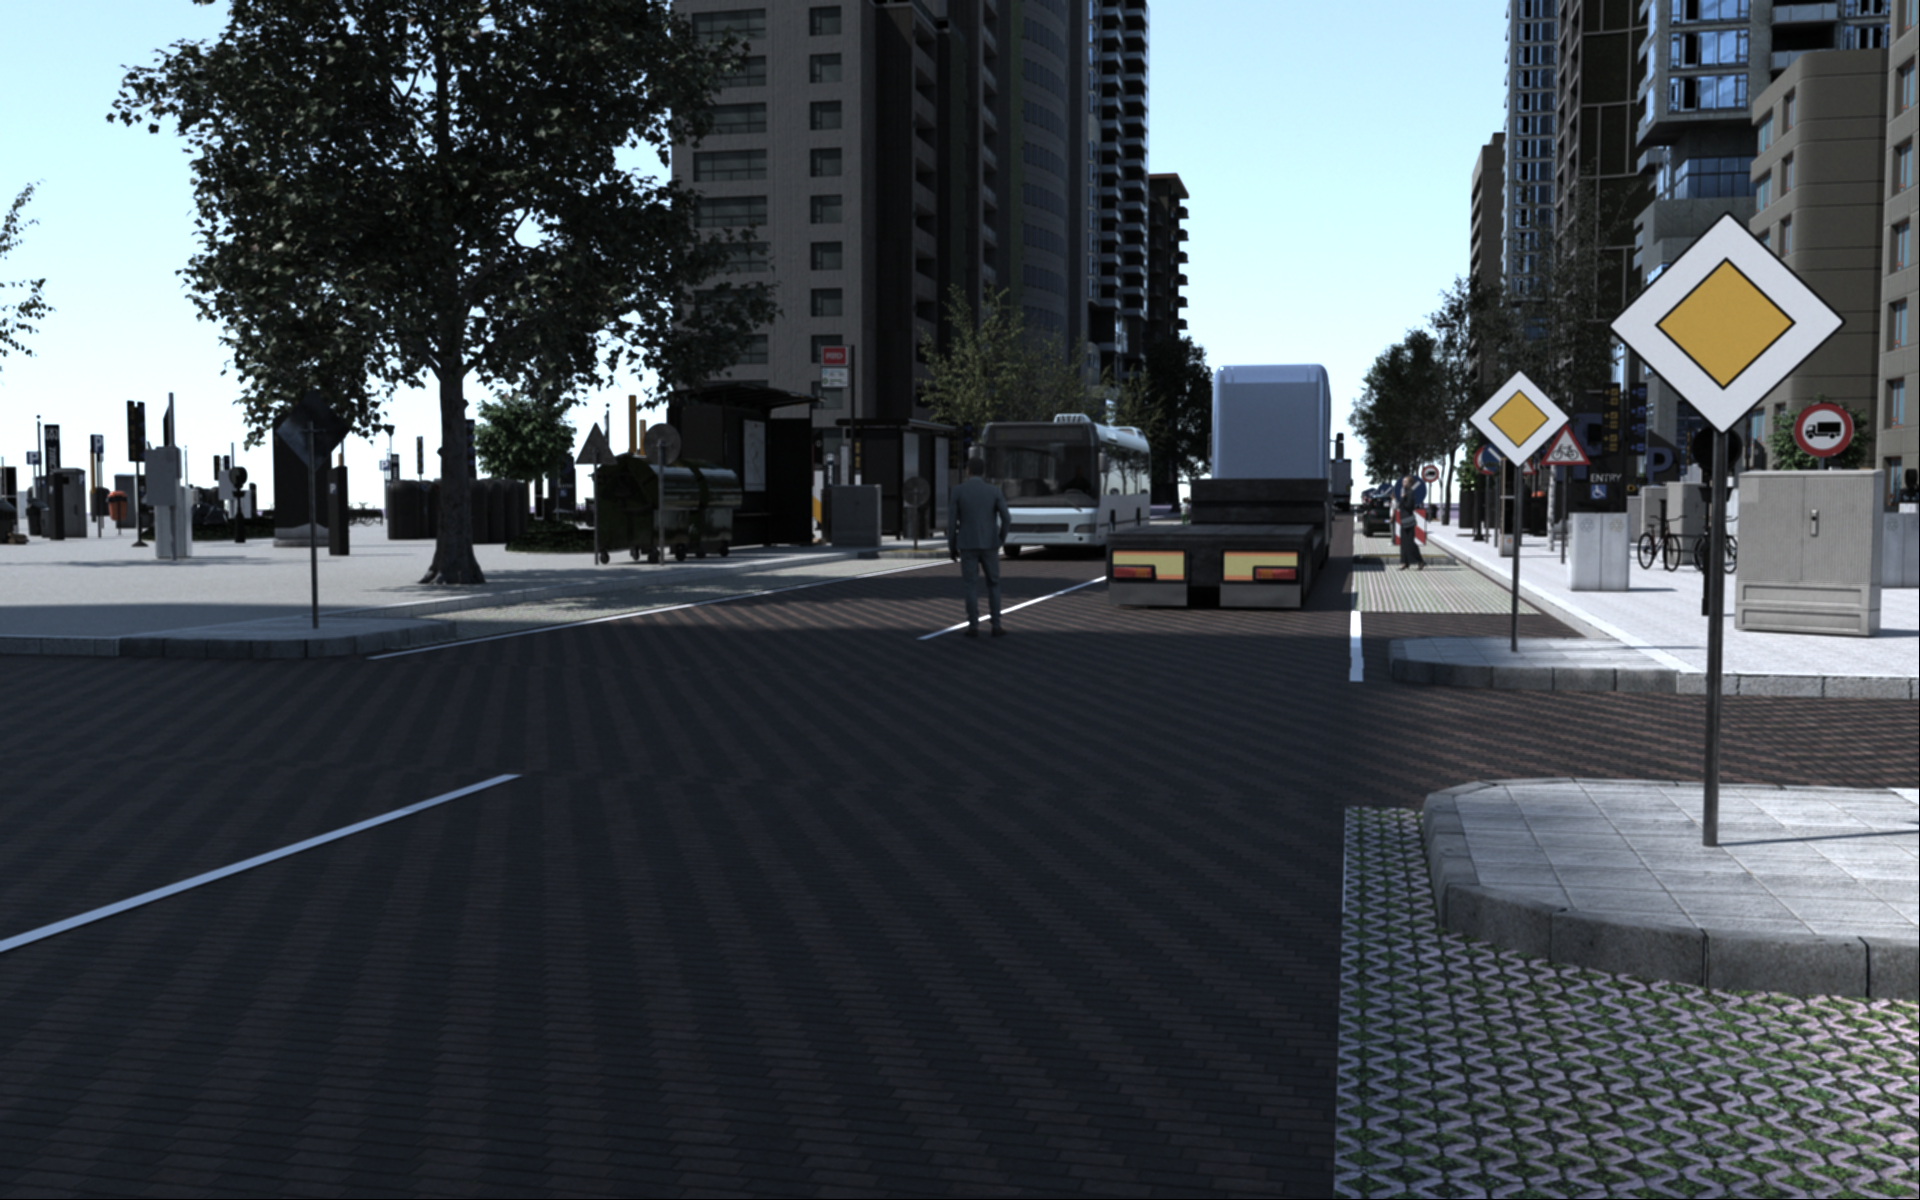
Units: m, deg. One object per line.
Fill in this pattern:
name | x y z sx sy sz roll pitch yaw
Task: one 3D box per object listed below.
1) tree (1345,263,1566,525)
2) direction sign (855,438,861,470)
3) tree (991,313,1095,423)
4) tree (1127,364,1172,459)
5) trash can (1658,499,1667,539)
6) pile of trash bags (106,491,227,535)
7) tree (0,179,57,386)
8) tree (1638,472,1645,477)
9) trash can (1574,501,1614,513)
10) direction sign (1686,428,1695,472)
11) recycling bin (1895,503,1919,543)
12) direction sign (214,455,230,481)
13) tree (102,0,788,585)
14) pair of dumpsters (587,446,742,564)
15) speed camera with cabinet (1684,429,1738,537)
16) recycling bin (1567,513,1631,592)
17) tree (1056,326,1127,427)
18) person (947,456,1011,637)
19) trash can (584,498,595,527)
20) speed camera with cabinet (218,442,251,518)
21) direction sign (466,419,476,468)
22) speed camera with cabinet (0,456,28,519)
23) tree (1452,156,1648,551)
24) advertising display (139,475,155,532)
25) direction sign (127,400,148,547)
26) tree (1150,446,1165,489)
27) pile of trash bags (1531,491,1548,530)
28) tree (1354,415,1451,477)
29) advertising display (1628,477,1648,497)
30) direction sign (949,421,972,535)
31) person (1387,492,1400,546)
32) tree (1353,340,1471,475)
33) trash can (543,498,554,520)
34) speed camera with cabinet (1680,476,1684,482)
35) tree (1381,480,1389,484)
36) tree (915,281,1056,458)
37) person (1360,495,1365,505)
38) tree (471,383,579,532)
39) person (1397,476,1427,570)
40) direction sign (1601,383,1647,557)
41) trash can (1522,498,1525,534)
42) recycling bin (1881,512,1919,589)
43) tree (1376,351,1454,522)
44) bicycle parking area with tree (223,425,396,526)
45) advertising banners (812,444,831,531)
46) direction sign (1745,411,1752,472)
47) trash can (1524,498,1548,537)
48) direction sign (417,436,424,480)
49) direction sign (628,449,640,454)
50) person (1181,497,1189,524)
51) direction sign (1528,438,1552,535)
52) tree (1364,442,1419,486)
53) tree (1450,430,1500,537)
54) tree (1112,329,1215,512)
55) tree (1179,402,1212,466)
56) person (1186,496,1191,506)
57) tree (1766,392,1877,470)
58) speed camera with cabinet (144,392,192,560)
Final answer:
tree | 20.119 -8.322 70.479 8.767 10.594 7.601 -3 4 -38
direction sign | -3.137 -3.933 56.309 0.876 3.537 0.379 2 4 26
tree | 3.048 -7.329 70.199 4.360 8.622 3.978 0 3 0
tree | 9.739 -9.077 98.766 4.737 8.622 4.395 0 3 0
trash can | 19.368 -2.167 47.081 0.748 1.137 0.748 0 3 0
pile of trash bags | -25.087 -2.756 54.806 3.447 1.369 1.912 -2 4 -33
tree | -18.670 -4.922 30.833 4.737 8.622 4.395 0 3 0
tree | 32.637 -5.321 81.594 1.663 3.219 1.824 0 3 0
trash can | 12.622 -1.398 34.507 0.748 1.137 0.748 0 3 0
direction sign | 25.137 -4.138 59.660 0.379 3.537 0.876 0 4 7
recycling bin | 26.532 -2.165 47.954 0.722 1.027 0.722 0 4 -6
direction sign | -43.028 -6.670 101.043 0.876 3.537 0.379 -1 4 -20
tree | -7.309 -6.591 24.772 9.611 12.733 9.660 0 3 0
pair of dumpsters | -5.677 -1.901 33.577 1.574 2.255 4.437 1 4 13
speed camera with cabinet | 23.238 -3.567 52.651 2.038 3.252 0.660 2 4 32
recycling bin | 8.500 -0.642 23.055 0.722 1.027 0.722 1 4 15
tree | 4.690 -7.733 76.800 4.737 8.622 4.395 0 3 0
person | 0.192 -0.544 17.488 0.635 1.810 0.391 -1 4 -10
trash can | -14.205 -3.395 67.158 0.748 1.137 0.748 0 3 0
speed camera with cabinet | -27.881 -4.417 66.551 0.660 3.252 2.038 0 4 -5
direction sign | -15.055 -3.687 52.274 0.876 3.537 0.379 0 4 -5
speed camera with cabinet | -49.117 -5.874 90.381 2.038 3.252 0.660 0 4 -5
tree | 13.277 -5.406 38.743 4.360 8.622 3.978 0 3 0
advertising display | -26.811 -3.207 57.655 0.974 1.923 0.123 -1 4 -23
direction sign | -20.061 -3.074 42.262 0.379 3.537 0.876 0 4 0
tree | 11.028 -7.458 105.658 4.285 4.588 4.351 0 3 0
pile of trash bags | 21.111 -3.143 61.143 1.912 1.369 3.447 3 5 44
tree | 44.357 -16.058 172.925 12.009 13.543 11.850 0 3 0
advertising display | 25.196 -3.635 64.648 0.974 1.923 0.123 -1 4 -11
direction sign | 0.012 -3.793 54.016 0.876 3.537 0.379 -3 4 -36
person | 12.053 -2.261 48.059 0.523 1.515 0.503 0 4 -7
tree | 30.310 -11.648 116.203 9.928 11.665 9.643 0 3 0
trash can | -15.571 -3.259 64.934 0.748 1.137 0.748 0 3 0
speed camera with cabinet | 29.483 -4.565 68.969 0.660 3.252 2.038 -2 4 -25
tree | 52.629 -13.491 215.171 1.663 3.219 1.824 0 3 0
tree | 0.624 -6.660 59.261 4.737 8.622 4.395 0 3 0
person | 50.459 -12.672 216.422 1.217 1.736 0.721 -1 4 -23
tree | -12.578 -4.051 49.948 4.285 4.588 4.351 0 3 0
person | 8.413 -1.433 32.352 0.534 1.772 0.576 -1 4 -10
direction sign | 13.498 -2.646 35.259 0.876 3.537 0.379 0 4 4
trash can | 18.222 -2.707 55.907 0.748 1.137 0.748 0 3 0
recycling bin | 12.751 -0.690 23.830 0.722 1.027 0.722 0 4 -6
tree | 22.088 -7.938 80.156 4.360 8.622 3.978 0 3 0
bicycle parking area with tree | -25.909 -5.267 73.112 9.016 4.147 8.231 -3 5 -45
advertising banners | -4.516 -3.868 59.437 2.074 3.025 0.090 1 4 15
direction sign | 17.419 -2.833 38.321 0.379 3.537 0.876 1 4 18
trash can | 17.543 -2.482 52.233 0.748 1.137 0.748 0 3 0
direction sign | -21.108 -4.635 67.774 0.379 3.537 0.876 -2 4 -31
direction sign | -16.209 -5.795 86.752 0.876 3.537 0.379 -3 4 -38
person | 8.760 -3.347 67.471 0.306 1.304 0.590 0 4 6
direction sign | 18.030 -3.804 54.188 0.876 3.537 0.379 1 4 13
tree | 56.653 -18.843 226.203 7.486 12.596 7.792 0 3 0
tree | 15.559 -3.534 52.385 1.663 3.219 1.824 0 3 0
tree | 15.029 -12.485 121.137 9.611 12.733 9.660 0 3 0
tree | 24.064 -14.532 163.361 9.928 11.665 9.643 0 3 0
person | 5.615 -1.995 41.298 0.466 1.800 0.511 0 4 0
tree | 27.650 -4.398 55.628 4.285 4.588 4.351 0 3 0
speed camera with cabinet | -15.691 -2.445 34.310 0.660 3.252 2.038 -1 4 -17
